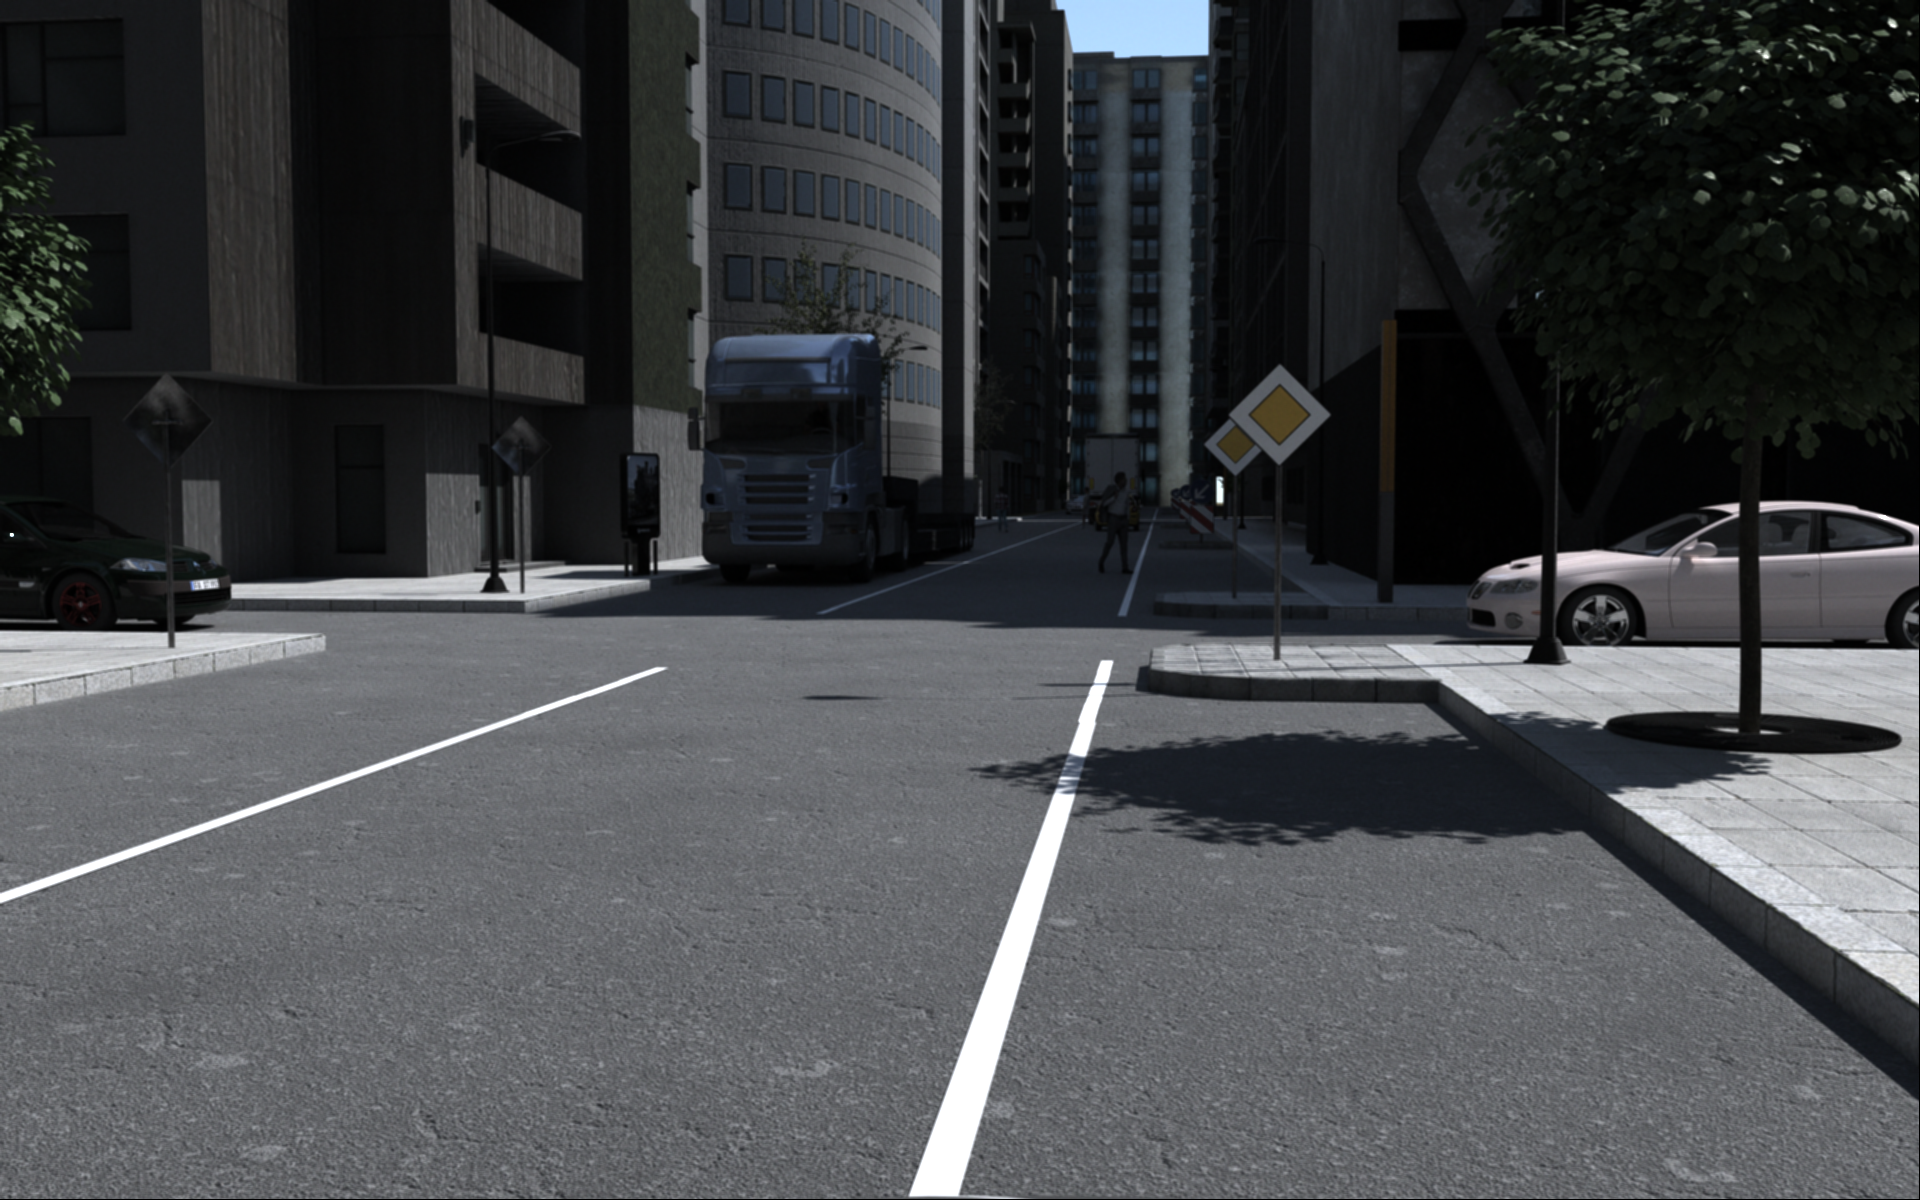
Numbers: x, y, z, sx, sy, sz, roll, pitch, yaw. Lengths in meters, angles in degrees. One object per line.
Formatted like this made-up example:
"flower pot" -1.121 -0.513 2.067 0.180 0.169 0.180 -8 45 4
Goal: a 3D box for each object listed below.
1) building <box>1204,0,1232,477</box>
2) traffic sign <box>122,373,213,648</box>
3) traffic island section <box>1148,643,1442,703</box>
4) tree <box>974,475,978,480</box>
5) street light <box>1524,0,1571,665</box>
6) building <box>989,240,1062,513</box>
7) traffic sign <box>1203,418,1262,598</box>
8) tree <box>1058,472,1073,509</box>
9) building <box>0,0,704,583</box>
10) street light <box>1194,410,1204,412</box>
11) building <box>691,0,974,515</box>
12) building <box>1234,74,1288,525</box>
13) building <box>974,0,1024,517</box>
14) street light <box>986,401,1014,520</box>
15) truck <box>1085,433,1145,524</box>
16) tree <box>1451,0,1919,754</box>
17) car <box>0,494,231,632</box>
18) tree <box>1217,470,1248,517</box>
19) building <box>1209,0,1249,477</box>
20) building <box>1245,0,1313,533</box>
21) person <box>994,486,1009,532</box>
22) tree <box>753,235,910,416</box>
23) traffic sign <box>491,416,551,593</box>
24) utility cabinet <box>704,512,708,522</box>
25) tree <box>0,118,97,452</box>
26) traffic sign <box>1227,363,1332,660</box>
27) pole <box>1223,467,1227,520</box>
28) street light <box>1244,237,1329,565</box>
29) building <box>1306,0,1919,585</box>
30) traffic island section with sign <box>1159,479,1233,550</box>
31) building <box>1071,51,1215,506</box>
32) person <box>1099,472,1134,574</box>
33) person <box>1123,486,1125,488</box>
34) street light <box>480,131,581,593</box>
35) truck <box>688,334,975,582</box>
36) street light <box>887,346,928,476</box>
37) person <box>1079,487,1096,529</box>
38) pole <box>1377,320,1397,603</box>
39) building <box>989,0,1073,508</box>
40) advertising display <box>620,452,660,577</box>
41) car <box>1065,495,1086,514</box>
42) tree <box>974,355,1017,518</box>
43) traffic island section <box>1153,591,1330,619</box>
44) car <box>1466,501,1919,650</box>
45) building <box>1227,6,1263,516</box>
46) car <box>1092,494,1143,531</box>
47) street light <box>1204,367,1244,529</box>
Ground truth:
"building" 35.945 -34.599 154.929 28.713 52.752 27.495 0 4 7
"traffic sign" -6.582 -0.658 14.405 0.795 2.450 0.064 0 4 7
"traffic island section" 2.473 0.543 13.407 2.009 0.180 2.903 0 4 7
"tree" -0.138 -5.480 84.191 1.663 3.219 1.824 0 3 0
"street light" 3.929 -2.478 13.059 1.470 5.913 1.316 0 4 7
"building" -6.828 -17.659 133.769 27.650 21.520 28.899 0 4 7
"traffic sign" 3.375 -1.078 21.264 0.795 2.450 0.064 0 4 7
"tree" 8.751 -9.479 149.587 1.663 3.219 1.824 0 3 0
"building" -13.091 -15.744 29.114 14.160 30.474 14.107 0 4 7
"street light" 13.591 -7.532 95.695 1.470 5.913 1.316 0 4 7
"building" -11.393 -32.196 68.398 21.231 58.520 28.212 0 4 7
"building" 20.216 -15.898 79.005 14.314 24.678 30.058 0 4 7
"building" -6.579 -40.905 107.054 20.563 71.187 20.611 0 4 7
"street light" 2.013 -6.992 86.853 1.470 5.913 1.316 0 4 7
"truck" 7.662 -5.909 85.523 2.839 4.237 11.283 0 4 7
"tree" 4.300 -1.556 9.155 4.285 4.588 4.351 0 3 0
"car" -9.983 -0.530 18.452 4.222 1.686 2.009 0 4 8
"tree" 15.458 -6.345 98.347 1.663 3.219 1.824 0 3 0
"building" 29.699 -28.867 126.605 22.147 44.769 28.867 0 4 7
"building" 16.264 -15.815 52.090 14.314 27.812 24.014 0 4 7
"person" 1.574 -3.416 65.185 0.563 1.720 0.643 0 4 -2
"tree" -3.768 -6.105 50.175 4.737 8.622 4.395 0 3 0
"traffic sign" -5.655 -1.143 22.336 0.795 2.450 0.064 0 4 7
"utility cabinet" -6.858 -2.124 43.407 0.318 1.500 1.173 3 4 39
"tree" -7.693 -1.734 12.064 4.285 4.588 4.351 0 3 0
"traffic sign" 2.448 -0.593 13.333 0.795 2.450 0.064 0 4 7
"pole" 13.066 -5.592 85.271 0.158 3.312 0.155 0 3 0
"street light" 6.000 -3.600 31.397 1.470 5.913 1.316 0 4 7
"building" 14.916 -9.827 28.118 16.811 18.784 16.820 0 4 7
"traffic island section with sign" 6.265 -2.272 45.779 1.989 1.847 2.006 0 4 7
"building" 13.891 -34.930 190.710 30.456 49.044 23.786 0 4 7
"person" 2.798 -1.388 31.294 0.679 1.850 0.850 -3 4 -36
"person" 6.802 -3.961 73.279 0.660 1.820 0.620 1 4 19
"street light" -5.543 -3.049 22.386 1.470 5.913 1.316 0 4 7
"truck" -1.854 -2.769 35.039 2.967 4.110 18.799 0 4 6
"street light" -1.715 -5.015 54.531 1.470 5.913 1.316 0 4 7
"person" 5.291 -3.832 71.909 0.760 1.731 0.466 -2 4 -32
"pole" 5.031 -1.625 20.405 0.158 3.312 0.155 0 3 0
"building" -0.486 -33.009 163.398 21.600 48.544 21.300 0 4 7
"advertising display" -5.010 -1.342 27.159 0.123 1.923 0.974 1 4 21
"car" 8.486 -6.779 123.198 2.083 1.381 4.827 0 4 5
"tree" 0.837 -8.620 91.292 4.360 8.622 3.978 0 3 0
"traffic island section" 3.400 0.058 21.339 2.009 0.180 2.903 0 4 7
"car" 7.179 -0.223 16.009 4.827 1.381 2.083 0 4 5
"building" 23.529 -20.445 105.984 14.160 30.474 14.107 0 4 7
"car" 6.211 -3.547 68.225 2.015 1.641 3.980 0 4 5
"street light" 9.823 -5.566 63.543 1.470 5.913 1.316 0 4 7
